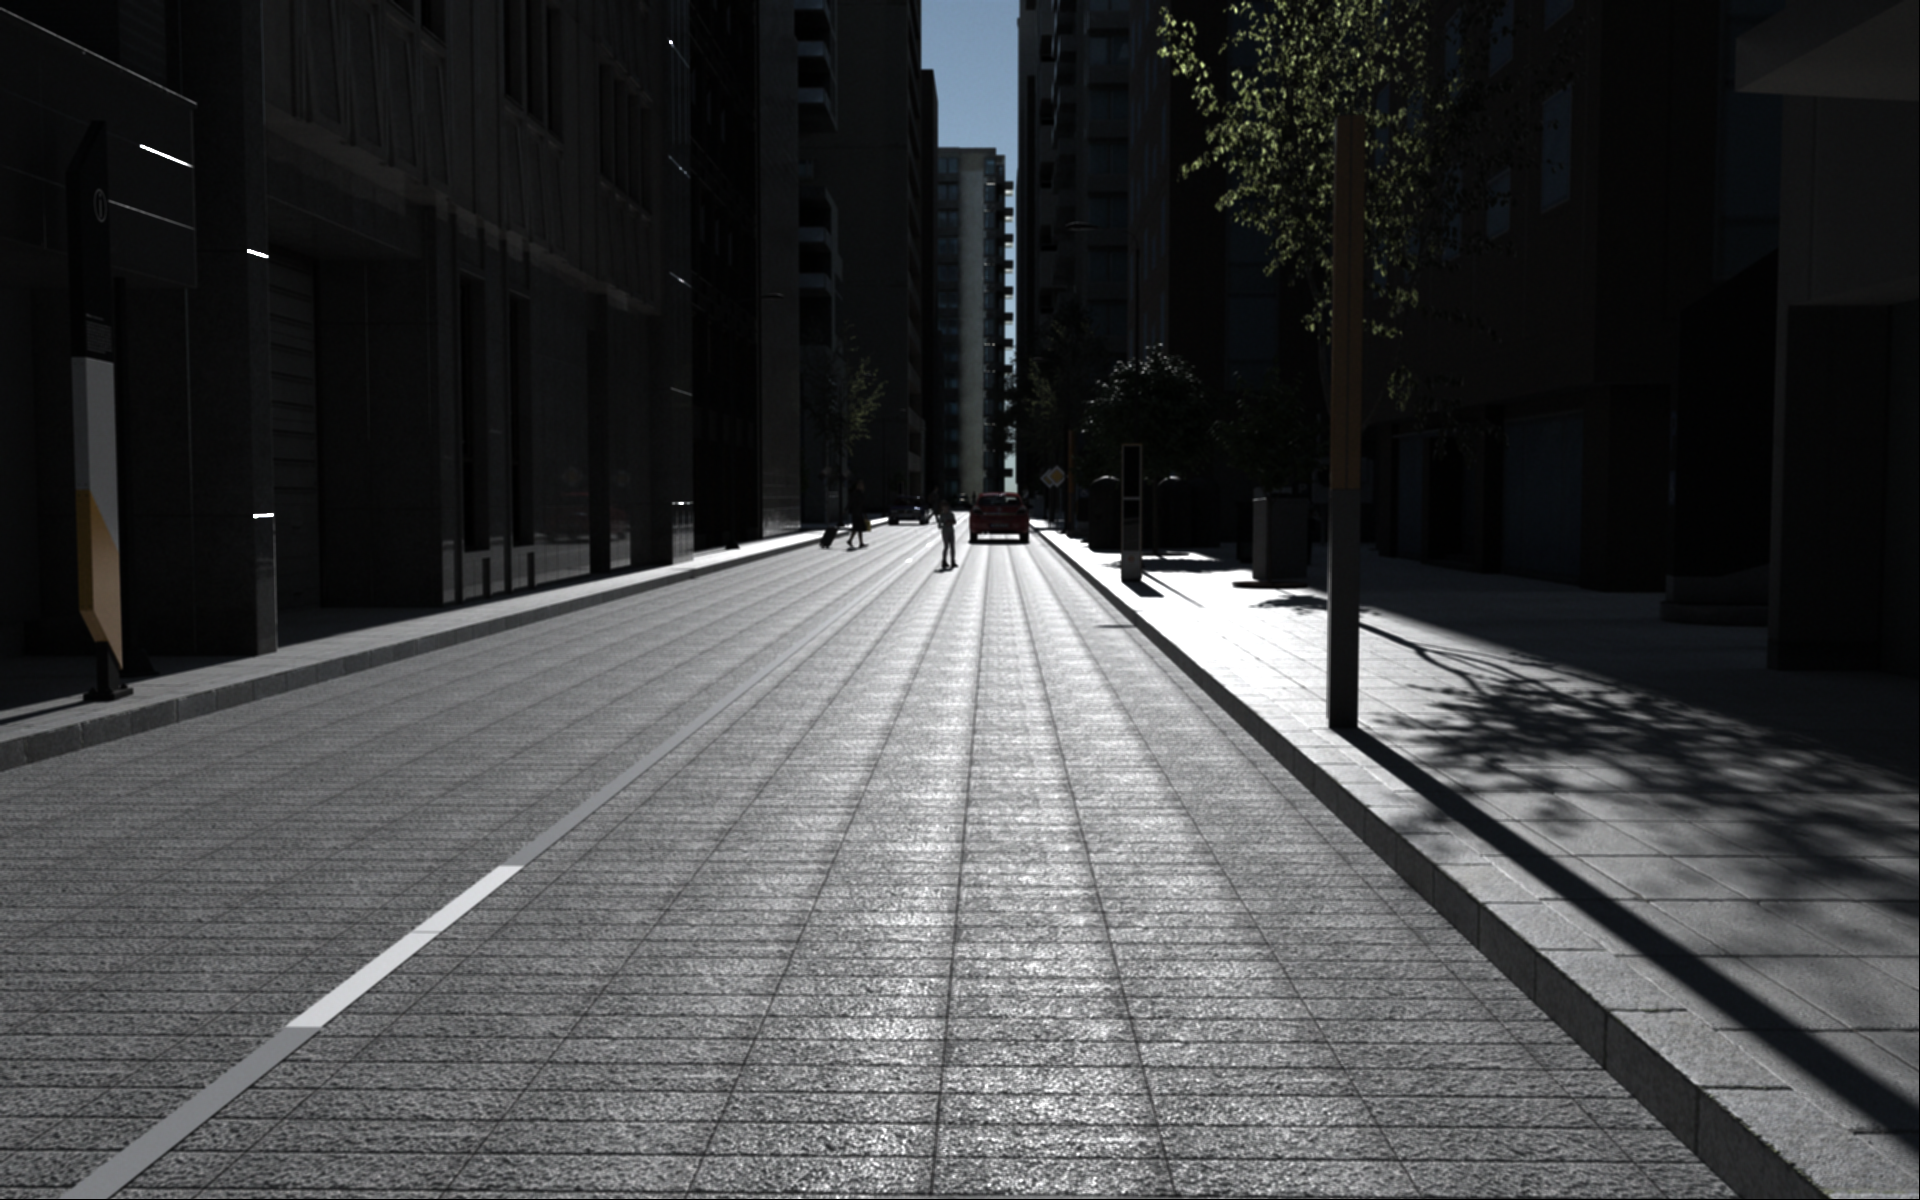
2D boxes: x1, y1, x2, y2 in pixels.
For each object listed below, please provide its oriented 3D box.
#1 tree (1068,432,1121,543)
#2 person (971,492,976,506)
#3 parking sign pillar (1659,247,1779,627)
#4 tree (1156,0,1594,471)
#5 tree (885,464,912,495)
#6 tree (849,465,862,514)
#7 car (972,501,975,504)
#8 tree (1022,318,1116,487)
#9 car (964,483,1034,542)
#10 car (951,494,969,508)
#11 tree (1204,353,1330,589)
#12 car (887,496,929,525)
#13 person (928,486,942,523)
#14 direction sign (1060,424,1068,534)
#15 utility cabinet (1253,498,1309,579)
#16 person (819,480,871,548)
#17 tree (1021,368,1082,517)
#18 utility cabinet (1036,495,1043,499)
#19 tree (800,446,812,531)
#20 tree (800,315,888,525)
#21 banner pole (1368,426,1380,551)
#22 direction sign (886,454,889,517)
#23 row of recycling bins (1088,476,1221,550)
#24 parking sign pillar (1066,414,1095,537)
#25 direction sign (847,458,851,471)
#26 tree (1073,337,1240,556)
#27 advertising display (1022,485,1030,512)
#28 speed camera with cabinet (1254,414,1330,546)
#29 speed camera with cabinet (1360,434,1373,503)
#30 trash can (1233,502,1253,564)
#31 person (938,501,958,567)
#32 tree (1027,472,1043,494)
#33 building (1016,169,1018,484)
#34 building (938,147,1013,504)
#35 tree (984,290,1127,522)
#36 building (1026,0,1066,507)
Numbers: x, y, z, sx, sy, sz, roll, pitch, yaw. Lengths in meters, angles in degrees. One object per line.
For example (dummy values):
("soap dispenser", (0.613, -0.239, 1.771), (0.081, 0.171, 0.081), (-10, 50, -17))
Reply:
("tree", (3.623, -3.128, 45.750), (1.663, 3.219, 1.824), (0, 3, 0))
("person", (1.610, -12.084, 206.904), (0.721, 1.723, 1.217), (2, 4, 28))
("parking sign pillar", (7.828, -1.765, 17.336), (1.447, 3.967, 1.447), (1, 4, 12))
("tree", (3.948, -4.108, 17.521), (4.360, 8.622, 3.978), (0, 3, 0))
("tree", (-4.080, -7.196, 112.249), (1.663, 3.219, 1.824), (0, 3, 0))
("tree", (-7.196, -7.229, 112.802), (1.663, 3.219, 1.824), (0, 3, 0))
("car", (1.669, -4.938, 92.534), (2.131, 1.459, 4.920), (0, 4, 3))
("tree", (4.801, -7.423, 71.728), (4.360, 8.622, 3.978), (0, 3, 0))
("car", (1.196, -2.696, 53.119), (2.155, 1.783, 4.494), (0, 4, 1))
("car", (0.022, -10.286, 176.972), (1.959, 1.807, 4.718), (0, 4, 2))
("tree", (4.411, -1.788, 23.835), (1.663, 3.219, 1.824), (0, 3, 0))
("car", (-2.413, -4.232, 81.769), (1.945, 1.354, 3.894), (0, 4, 3))
("person", (-1.287, -4.798, 86.912), (0.822, 1.834, 0.622), (0, 4, -2))
("direction sign", (3.418, -3.917, 56.040), (0.379, 3.537, 0.876), (1, 4, 11))
("utility cabinet", (4.883, -0.934, 26.429), (1.020, 1.237, 0.306), (-3, 5, -42))
("person", (-3.061, -2.310, 46.479), (1.509, 1.804, 0.699), (-2, 4, -26))
("tree", (5.431, -8.998, 97.486), (4.737, 8.622, 4.395), (0, 3, 0))
("utility cabinet", (5.124, -6.118, 111.195), (0.306, 1.237, 1.020), (0, 4, -6))
("tree", (-5.709, -4.051, 60.828), (1.663, 3.219, 1.824), (0, 3, 0))
("tree", (-5.346, -7.449, 72.151), (4.360, 8.622, 3.978), (0, 3, 0))
("banner pole", (9.664, -3.011, 39.246), (0.401, 3.779, 0.863), (-3, 4, -36))
("direction sign", (-4.066, -6.533, 98.819), (0.379, 3.537, 0.876), (0, 4, -1))
("row of recycling bins", (4.672, -2.075, 41.043), (3.534, 1.692, 1.069), (-2, 4, -28))
("parking sign pillar", (3.929, -3.902, 52.272), (1.447, 3.967, 1.447), (1, 4, 20))
("direction sign", (-7.161, -7.172, 109.256), (0.379, 3.537, 0.876), (2, 4, 33))
("tree", (4.058, -3.226, 36.462), (4.285, 4.588, 4.351), (0, 3, 0))
("advertising display", (4.562, -6.993, 119.541), (0.123, 1.923, 0.974), (-2, 4, -26))
("speed camera with cabinet", (8.224, -2.936, 42.334), (2.038, 3.252, 0.660), (-1, 4, -16))
("speed camera with cabinet", (10.837, -3.042, 44.073), (2.038, 3.252, 0.660), (0, 4, 6))
("trash can", (5.441, -1.254, 32.152), (0.748, 1.137, 0.748), (0, 3, 0))
("person", (-0.214, -1.300, 34.039), (0.394, 1.301, 0.425), (3, 5, 41))
("tree", (6.534, -9.262, 146.035), (1.663, 3.219, 1.824), (0, 3, 0))
("building", (14.675, -35.584, 231.914), (14.200, 45.320, 14.600), (0, 4, 1))
("building", (-8.002, -37.775, 237.228), (30.456, 49.044, 23.786), (0, 4, 1))
("tree", (4.511, -8.847, 79.063), (7.601, 10.594, 8.767), (1, 4, 22))
("building", (20.641, -34.961, 160.857), (28.713, 52.752, 27.495), (0, 4, 1))
